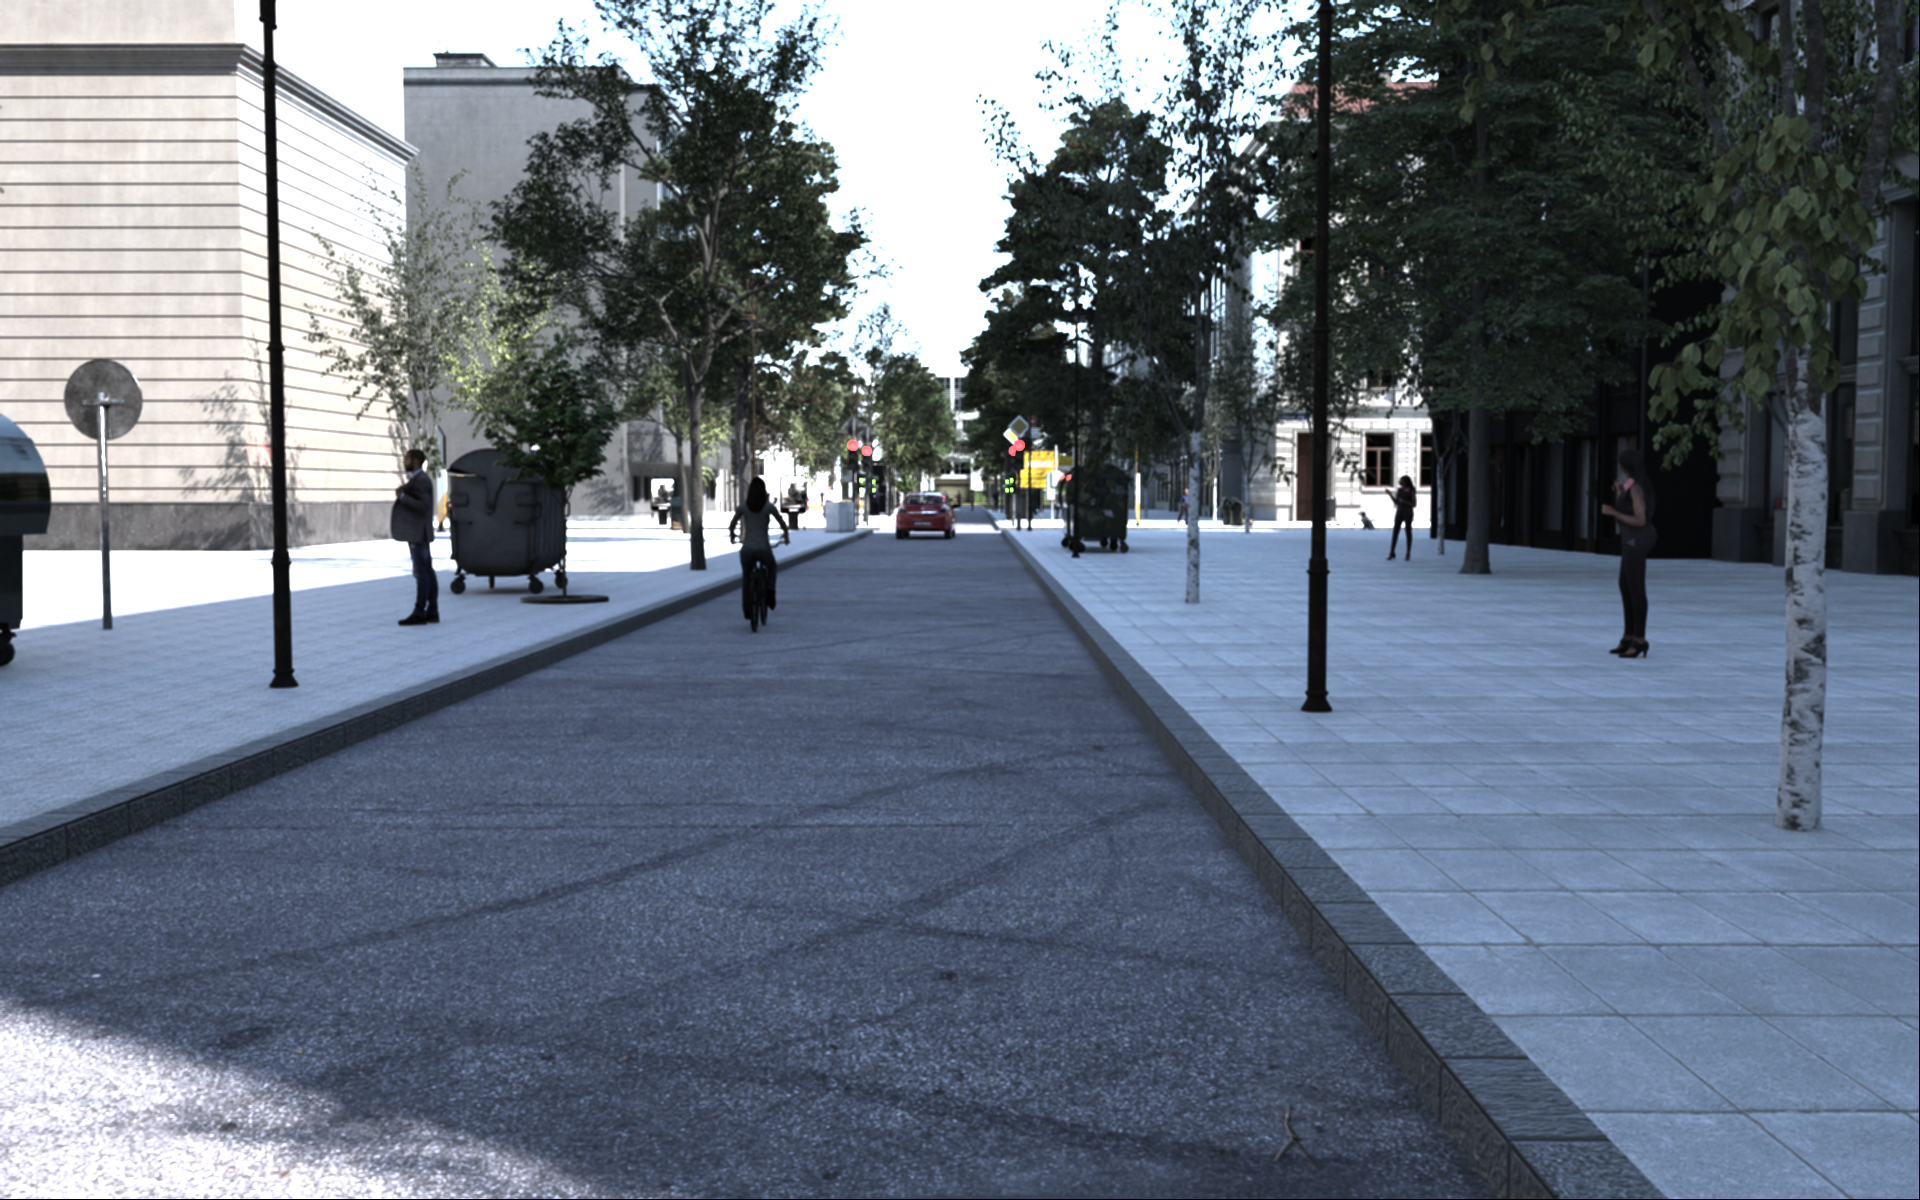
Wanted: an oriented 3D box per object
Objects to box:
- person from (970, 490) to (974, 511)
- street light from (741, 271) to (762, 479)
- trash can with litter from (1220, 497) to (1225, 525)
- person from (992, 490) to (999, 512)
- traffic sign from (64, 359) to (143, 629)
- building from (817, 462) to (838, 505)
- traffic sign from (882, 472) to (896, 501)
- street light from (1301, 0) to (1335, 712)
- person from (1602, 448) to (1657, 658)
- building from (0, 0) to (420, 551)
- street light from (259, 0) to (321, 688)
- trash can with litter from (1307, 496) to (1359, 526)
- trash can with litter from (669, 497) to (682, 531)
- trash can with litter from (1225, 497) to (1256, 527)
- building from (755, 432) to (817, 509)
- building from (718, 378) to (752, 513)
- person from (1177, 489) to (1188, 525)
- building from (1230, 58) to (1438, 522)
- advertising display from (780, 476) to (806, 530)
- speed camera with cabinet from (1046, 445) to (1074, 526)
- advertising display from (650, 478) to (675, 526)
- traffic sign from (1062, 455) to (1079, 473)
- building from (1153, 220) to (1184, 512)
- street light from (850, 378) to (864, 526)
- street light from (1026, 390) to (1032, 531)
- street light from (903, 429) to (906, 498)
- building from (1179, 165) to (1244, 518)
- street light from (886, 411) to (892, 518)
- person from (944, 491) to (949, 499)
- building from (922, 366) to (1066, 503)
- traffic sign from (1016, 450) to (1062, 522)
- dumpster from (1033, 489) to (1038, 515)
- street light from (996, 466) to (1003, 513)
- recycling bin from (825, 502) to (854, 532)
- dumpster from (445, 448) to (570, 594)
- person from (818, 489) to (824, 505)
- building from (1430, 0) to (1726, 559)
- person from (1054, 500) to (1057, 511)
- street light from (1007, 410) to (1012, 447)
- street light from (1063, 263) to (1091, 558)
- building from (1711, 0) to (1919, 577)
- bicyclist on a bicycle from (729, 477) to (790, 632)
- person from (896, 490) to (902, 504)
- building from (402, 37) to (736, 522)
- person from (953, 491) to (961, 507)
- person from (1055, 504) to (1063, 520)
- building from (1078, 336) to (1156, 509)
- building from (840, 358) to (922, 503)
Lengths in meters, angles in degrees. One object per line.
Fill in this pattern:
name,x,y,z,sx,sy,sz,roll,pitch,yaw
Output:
person,1.030,-8.655,150.017,0.705,1.824,1.348,0,4,8
street light,-4.309,-3.875,36.137,0.468,5.910,1.993,0,4,0
trash can with litter,11.141,-3.610,70.418,1.055,1.170,0.624,0,4,-3
person,2.536,-7.148,125.118,0.471,1.553,0.569,-1,4,-18
traffic sign,-8.092,-0.994,16.365,0.768,2.556,0.104,0,4,4
building,-28.920,-16.102,205.411,28.070,9.664,9.099,0,4,0
traffic sign,-4.281,-6.358,103.959,0.884,2.594,0.081,0,4,6
street light,2.112,-2.281,10.081,0.468,5.910,1.993,0,4,0
person,5.253,-0.377,13.672,0.415,1.643,0.593,-1,4,-14
building,-27.990,-15.083,43.864,25.104,27.353,12.463,0,4,0
street light,-4.503,-2.359,11.357,0.468,5.910,1.993,0,4,0
trash can with litter,15.254,-3.597,69.869,2.233,1.210,1.678,2,4,27
trash can with litter,-9.925,-3.041,61.112,0.624,1.170,1.055,-1,4,-13
trash can with litter,11.230,-3.510,68.778,1.055,1.170,0.624,2,4,26
building,-19.215,-13.258,158.911,9.099,9.664,28.070,0,4,0
building,-21.774,-17.143,122.092,13.314,21.916,24.055,0,4,0
person,9.188,-3.808,70.992,0.574,1.496,0.600,1,4,9
building,24.406,-15.176,84.286,21.152,22.565,11.583,0,4,0
advertising display,-5.939,-3.450,61.618,0.974,1.923,0.123,-2,4,-28
speed camera with cabinet,4.530,-4.642,70.235,2.038,3.252,0.660,0,4,-6
advertising display,-12.121,-3.999,70.597,0.974,1.923,0.123,-2,4,-24
traffic sign,5.258,-5.967,91.432,2.265,3.308,0.079,0,4,8
building,21.286,-18.799,126.449,14.460,24.649,34.723,0,4,0
street light,-4.103,-5.907,69.367,0.468,5.910,1.993,0,4,0
street light,2.435,-5.356,60.351,0.468,5.910,1.993,0,4,0
street light,-3.800,-8.965,119.368,0.468,5.910,1.993,0,4,0
building,18.575,-15.349,100.109,9.793,20.994,18.267,0,4,0
street light,-3.860,-7.450,94.588,0.468,5.910,1.993,0,4,0
person,-1.607,-10.500,180.912,0.721,1.736,1.217,3,5,43
building,10.517,-23.321,247.756,31.486,18.905,16.747,0,4,0
traffic sign,3.431,-5.264,79.933,2.265,3.308,0.079,0,4,6
dumpster,4.239,-6.223,107.505,1.264,1.857,1.865,0,4,1
street light,2.880,-8.925,118.713,0.468,5.910,1.993,0,4,0
recycling bin,-4.051,-2.800,58.333,0.722,1.027,0.722,3,5,41
dumpster,-5.939,-1.044,22.825,1.264,1.857,1.865,0,4,0
person,-15.872,-11.760,198.345,0.705,1.821,1.348,2,4,29
building,19.687,-12.950,41.417,12.332,23.373,15.834,0,4,0
person,7.222,-7.663,133.549,0.471,1.553,0.569,3,5,41
street light,2.742,-7.390,93.617,0.468,5.910,1.993,0,4,0
street light,2.340,-3.796,34.860,0.468,5.910,1.993,0,4,0
building,19.273,-11.907,23.562,11.050,23.489,19.941,0,4,0
bicyclist on a bicycle,-2.150,-0.516,18.458,1.499,1.676,1.625,0,4,-1
person,-6.470,-10.895,184.622,0.568,1.767,0.683,1,4,14
building,-20.908,-16.826,94.173,14.314,24.678,30.058,0,4,0
person,-0.271,-10.521,181.052,0.750,1.759,0.617,-1,4,-16
person,4.892,-4.765,85.416,0.593,1.643,0.415,1,4,10
building,22.385,-19.998,193.430,16.747,18.905,31.486,0,4,0
building,-11.232,-23.885,246.944,11.380,20.091,16.016,0,4,0
